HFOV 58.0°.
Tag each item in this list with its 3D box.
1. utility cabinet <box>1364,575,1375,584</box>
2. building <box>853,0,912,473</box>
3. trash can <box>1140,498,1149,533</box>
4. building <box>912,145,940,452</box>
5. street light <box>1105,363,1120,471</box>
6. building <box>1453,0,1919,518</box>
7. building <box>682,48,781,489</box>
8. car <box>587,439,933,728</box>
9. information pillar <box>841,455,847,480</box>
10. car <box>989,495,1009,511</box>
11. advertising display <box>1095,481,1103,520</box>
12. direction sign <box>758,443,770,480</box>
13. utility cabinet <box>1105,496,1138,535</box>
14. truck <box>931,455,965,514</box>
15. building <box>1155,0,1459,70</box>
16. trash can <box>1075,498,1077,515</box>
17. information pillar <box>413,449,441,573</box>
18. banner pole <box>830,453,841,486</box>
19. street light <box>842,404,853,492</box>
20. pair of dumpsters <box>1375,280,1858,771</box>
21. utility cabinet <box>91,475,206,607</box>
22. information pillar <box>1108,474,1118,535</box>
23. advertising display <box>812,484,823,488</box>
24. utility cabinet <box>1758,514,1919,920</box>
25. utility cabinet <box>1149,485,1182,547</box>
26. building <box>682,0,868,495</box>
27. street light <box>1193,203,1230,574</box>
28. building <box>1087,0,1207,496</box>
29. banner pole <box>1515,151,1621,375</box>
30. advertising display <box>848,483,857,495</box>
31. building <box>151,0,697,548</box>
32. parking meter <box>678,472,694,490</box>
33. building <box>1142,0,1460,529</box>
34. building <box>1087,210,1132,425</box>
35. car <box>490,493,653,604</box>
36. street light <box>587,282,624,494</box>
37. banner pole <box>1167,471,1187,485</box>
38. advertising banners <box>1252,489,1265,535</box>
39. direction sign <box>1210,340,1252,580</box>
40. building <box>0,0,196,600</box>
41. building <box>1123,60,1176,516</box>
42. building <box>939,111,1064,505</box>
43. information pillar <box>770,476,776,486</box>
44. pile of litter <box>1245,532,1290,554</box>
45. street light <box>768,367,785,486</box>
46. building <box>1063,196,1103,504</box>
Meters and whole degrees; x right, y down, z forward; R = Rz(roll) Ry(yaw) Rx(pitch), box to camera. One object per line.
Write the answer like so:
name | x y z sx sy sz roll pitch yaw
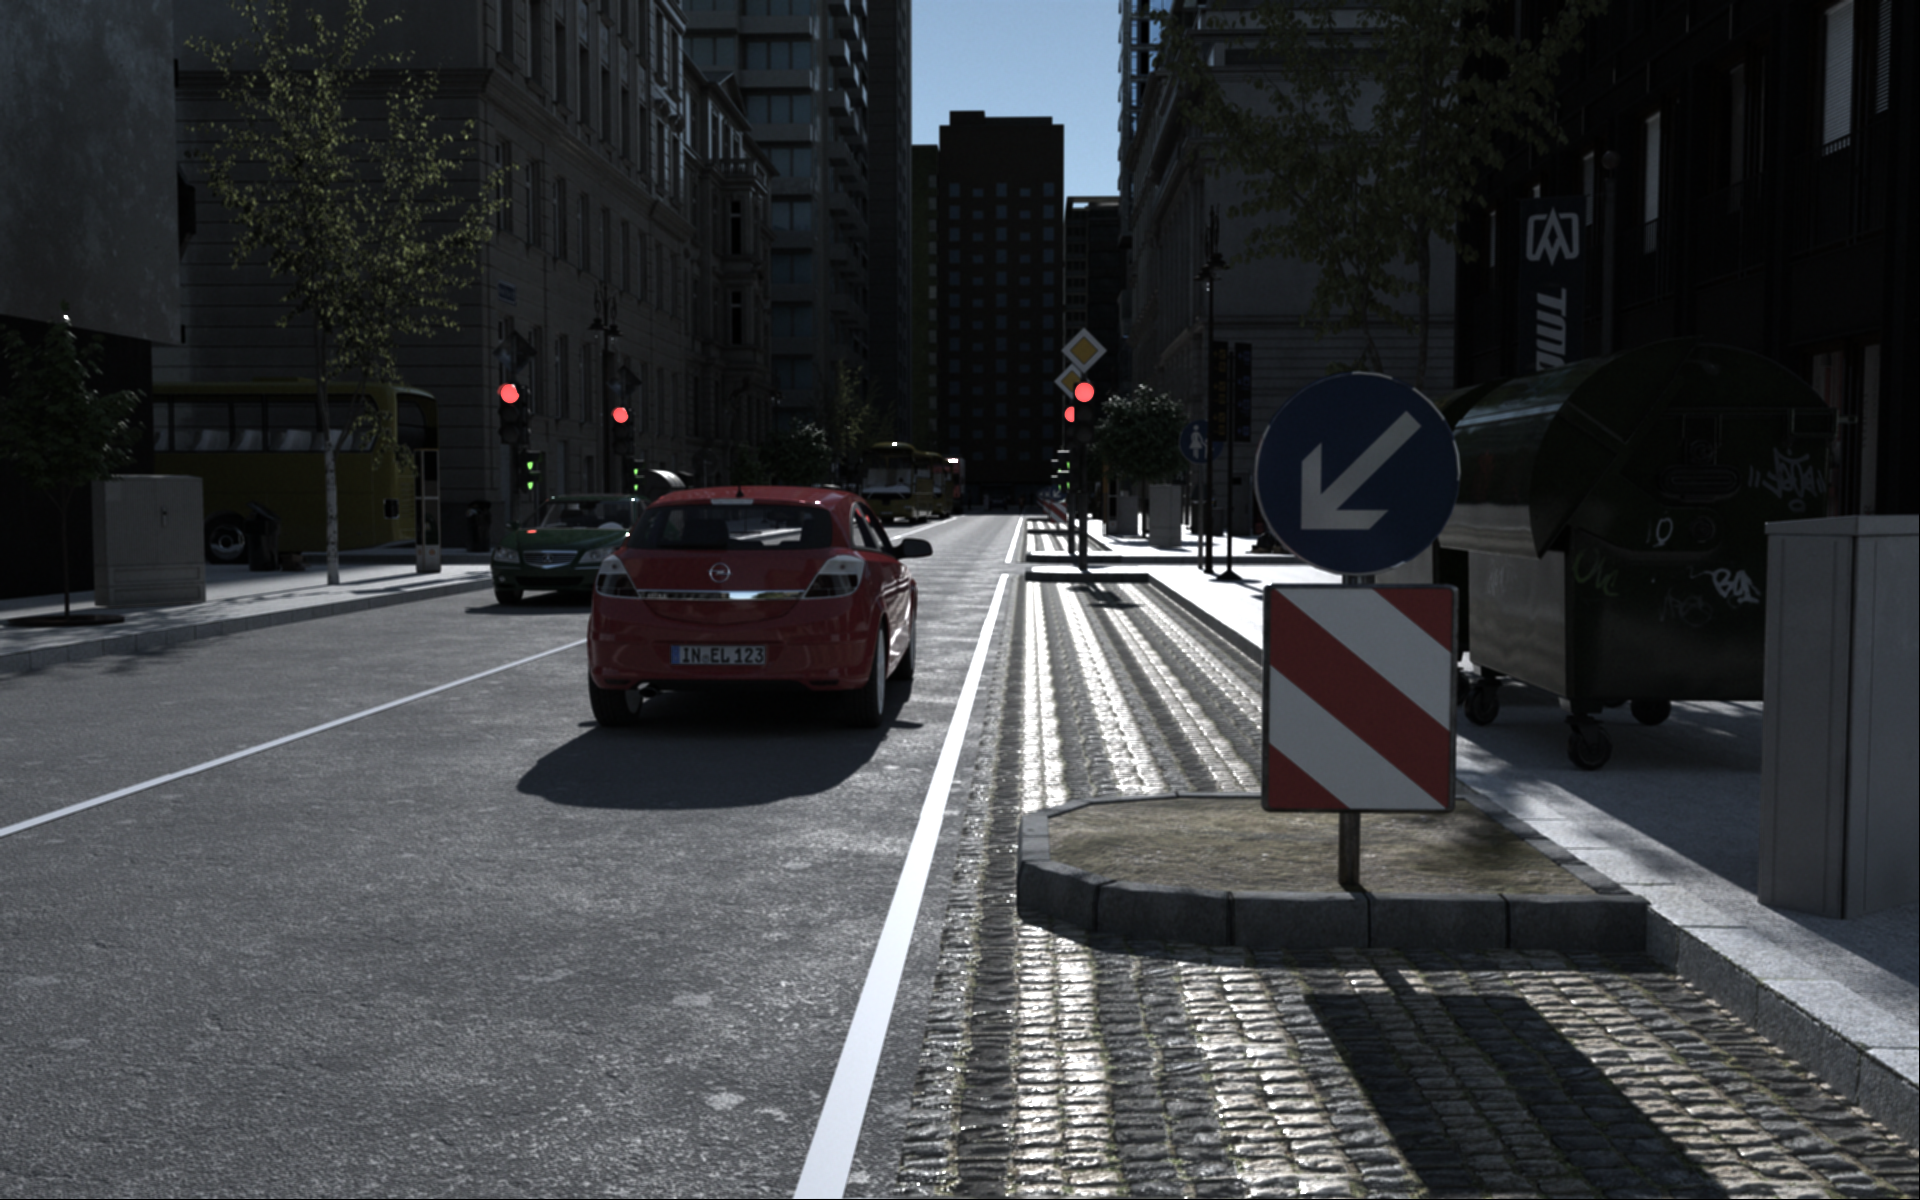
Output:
utility cabinet | 5.434 -0.814 21.983 1.173 1.500 0.318 -3 4 -38
building | -15.694 -45.049 174.801 20.611 71.187 20.563 0 4 2
trash can | 6.312 -2.787 57.223 0.748 1.137 0.748 0 3 0
building | -9.133 -31.947 205.923 14.086 41.232 14.154 0 4 2
street light | 5.368 -5.389 60.905 0.468 5.910 1.993 0 4 2
building | 13.316 -11.494 17.605 12.332 23.373 15.834 0 4 2
building | -16.537 -16.108 82.456 14.460 24.649 34.723 0 4 2
car | -1.296 -0.189 12.138 2.155 1.783 4.494 0 4 2
information pillar | -6.869 -6.807 102.641 0.504 3.616 0.183 1 4 11
car | 3.293 -8.511 151.729 1.945 1.354 3.894 0 4 0
advertising display | 6.971 -5.002 86.995 0.123 1.923 0.974 -1 4 -13
direction sign | -8.710 -5.209 77.158 0.379 3.537 0.876 -3 5 -42
utility cabinet | 5.099 -2.660 54.655 1.020 1.237 0.306 0 4 1
truck | -1.024 -8.361 125.622 2.839 4.237 11.283 0 4 2
building | 27.403 -26.620 127.120 32.217 40.220 23.993 0 4 2
trash can | 6.959 -5.472 101.115 0.748 1.137 0.748 0 3 0
information pillar | -8.665 -1.449 28.182 0.304 2.012 0.304 -3 5 -42
banner pole | -7.091 -6.593 97.808 0.863 3.779 0.401 0 4 0
street light | -5.757 -7.082 88.571 0.468 5.910 1.993 0 4 2
pair of dumpsters | 3.412 -0.457 9.963 1.574 2.255 4.437 0 4 2
utility cabinet | -9.302 -0.686 19.895 0.318 1.500 1.173 2 4 35
information pillar | 4.774 -3.047 54.308 0.304 2.012 0.304 0 4 -3
advertising display | -8.816 -6.165 106.017 0.974 1.923 0.123 3 4 36
utility cabinet | 2.986 0.341 5.583 1.020 1.237 0.306 -2 4 -35
utility cabinet | 4.936 -2.013 41.585 0.318 1.500 1.173 -1 4 -19
building | -18.686 -31.086 127.872 23.786 49.044 30.456 0 4 2
street light | 4.030 -3.369 27.872 0.468 5.910 1.993 0 4 2
building | 22.994 -51.424 153.456 22.319 86.520 31.000 0 4 2
banner pole | 4.538 -1.396 12.837 0.863 3.779 0.401 1 4 21
advertising display | -6.403 -5.828 100.502 0.974 1.923 0.123 -3 5 -41
building | -16.334 -15.610 52.486 12.463 27.353 25.104 0 4 2
parking meter | -7.106 -2.401 44.975 0.399 1.863 0.255 3 4 37
building | 15.304 -14.252 74.816 13.314 21.916 24.055 0 4 2
building | 19.959 -24.839 177.816 14.160 30.474 14.107 0 4 2
car | -5.095 -0.755 24.142 2.131 1.459 4.920 0 4 2
street light | -7.715 -3.980 37.865 0.468 5.910 1.993 0 4 2
banner pole | 7.428 -4.268 59.801 0.863 3.779 0.401 1 4 9
advertising banners | 9.316 -3.539 54.055 2.074 3.025 0.090 -2 4 -32
direction sign | 4.039 -2.072 25.879 0.876 3.537 0.379 -3 5 -40
building | -20.009 -9.291 19.353 16.811 18.784 16.820 0 4 2
building | 16.232 -18.470 99.240 12.463 27.353 25.104 0 4 2
building | 5.013 -33.975 205.607 14.200 45.320 14.600 0 4 2
information pillar | -7.125 -3.781 66.319 0.304 2.012 0.304 0 4 -8
pile of litter | 7.065 -1.437 37.468 1.719 0.858 1.176 1 4 16
street light | -6.688 -5.531 63.216 0.468 5.910 1.993 0 4 2
building | 24.412 -31.874 213.023 23.993 40.220 32.217 0 4 2
